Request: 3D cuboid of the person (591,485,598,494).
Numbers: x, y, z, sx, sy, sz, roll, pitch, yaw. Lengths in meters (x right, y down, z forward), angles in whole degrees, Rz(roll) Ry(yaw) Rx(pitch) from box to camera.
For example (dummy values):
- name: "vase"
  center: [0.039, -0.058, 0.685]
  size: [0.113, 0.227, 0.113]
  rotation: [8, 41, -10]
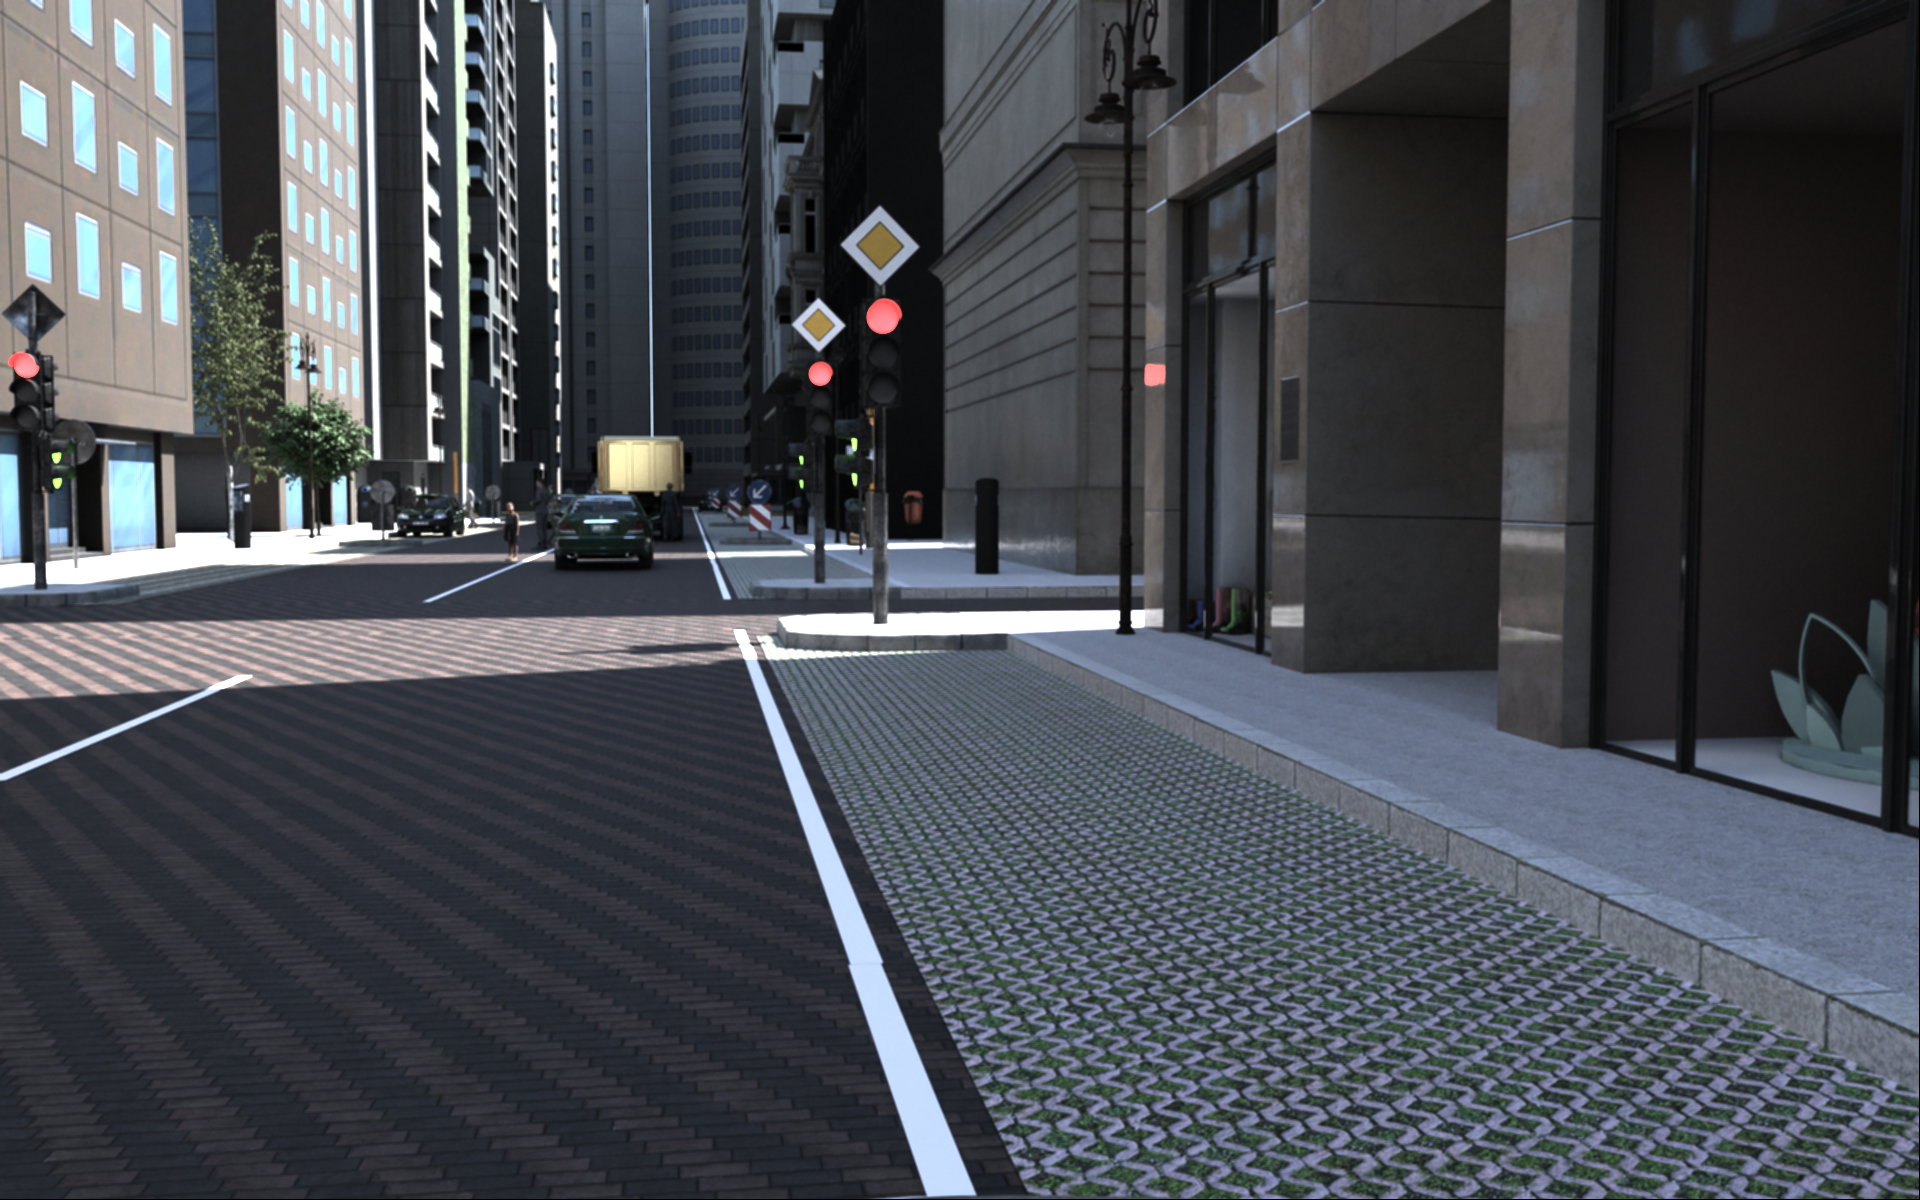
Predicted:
- name: "person"
  center: [-14.396, -3.610, 67.918]
  size: [0.834, 1.777, 0.661]
  rotation: [-2, 4, -32]

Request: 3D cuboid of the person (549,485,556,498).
- name: "person"
  center: [-19.283, -4.497, 81.807]
  size: [0.755, 1.850, 0.659]
  rotation: [-1, 4, -21]

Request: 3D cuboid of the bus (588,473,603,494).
- name: "bus"
  center: [-26.266, -8.541, 131.195]
  size: [2.896, 3.916, 12.252]
  rotation: [0, 4, -8]

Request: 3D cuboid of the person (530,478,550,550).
- name: "person"
  center: [-10.904, -2.234, 44.826]
  size: [0.447, 1.846, 0.655]
  rotation: [1, 4, 11]

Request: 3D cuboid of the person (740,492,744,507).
- name: "person"
  center: [-22.195, -10.364, 178.675]
  size: [1.217, 1.735, 0.721]
  rotation: [1, 4, 20]

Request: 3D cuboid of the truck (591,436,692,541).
- name: "truck"
  center: [-10.434, -3.722, 56.781]
  size: [3.469, 3.379, 9.791]
  rotation: [-1, 4, -10]

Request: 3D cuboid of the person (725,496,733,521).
- name: "person"
  center: [-12.328, -5.133, 92.990]
  size: [0.524, 1.755, 0.480]
  rotation: [-1, 4, -20]

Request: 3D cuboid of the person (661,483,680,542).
- name: "person"
  center: [-8.633, -2.612, 51.630]
  size: [0.576, 1.772, 0.534]
  rotation: [0, 4, -7]

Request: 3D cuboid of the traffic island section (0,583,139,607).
- name: "traffic island section"
  center: [-12.416, -0.066, 23.363]
  size: [2.009, 0.180, 2.903]
  rotation: [-1, 4, -9]

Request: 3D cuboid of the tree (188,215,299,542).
- name: "tree"
  center: [-19.315, -5.815, 45.440]
  size: [4.737, 8.622, 4.395]
  rotation: [0, 3, 0]

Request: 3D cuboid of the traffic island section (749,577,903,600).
- name: "traffic island section"
  center: [-2.001, -0.166, 24.990]
  size: [2.009, 0.180, 2.903]
  rotation: [-1, 4, -9]

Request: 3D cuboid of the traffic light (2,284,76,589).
- name: "traffic light"
  center: [-12.375, -2.099, 23.235]
  size: [0.839, 4.253, 0.868]
  rotation: [-1, 4, -9]

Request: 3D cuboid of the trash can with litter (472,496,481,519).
- name: "trash can with litter"
  center: [-24.523, -4.673, 87.797]
  size: [0.624, 1.170, 1.055]
  rotation: [-1, 4, -23]

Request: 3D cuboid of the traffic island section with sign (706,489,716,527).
- name: "traffic island section with sign"
  center: [-10.092, -4.148, 76.455]
  size: [1.989, 1.847, 2.006]
  rotation: [-1, 4, -9]

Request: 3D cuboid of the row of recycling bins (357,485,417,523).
- name: "row of recycling bins"
  center: [-26.018, -4.281, 77.108]
  size: [3.534, 1.692, 1.069]
  rotation: [-1, 4, -13]

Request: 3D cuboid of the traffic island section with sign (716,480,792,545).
- name: "traffic island section with sign"
  center: [-5.847, -2.492, 49.365]
  size: [1.989, 1.847, 2.006]
  rotation: [-1, 4, -9]

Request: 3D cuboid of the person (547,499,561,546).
- name: "person"
  center: [-11.118, -2.130, 47.601]
  size: [0.640, 1.303, 0.475]
  rotation: [1, 4, 20]

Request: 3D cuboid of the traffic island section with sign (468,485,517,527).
- name: "traffic island section with sign"
  center: [-20.237, -4.070, 75.174]
  size: [1.989, 1.847, 2.006]
  rotation: [-1, 4, -9]

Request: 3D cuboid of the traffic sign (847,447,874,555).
- name: "traffic sign"
  center: [-2.097, -2.107, 36.572]
  size: [0.606, 2.300, 0.079]
  rotation: [0, 4, -4]

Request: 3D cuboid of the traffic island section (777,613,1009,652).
- name: "traffic island section"
  center: [-0.761, 0.317, 17.101]
  size: [2.009, 0.180, 2.903]
  rotation: [-1, 4, -9]

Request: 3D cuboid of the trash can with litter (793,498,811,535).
- name: "trash can with litter"
  center: [-4.998, -2.677, 55.164]
  size: [0.624, 1.170, 1.055]
  rotation: [-1, 4, -11]

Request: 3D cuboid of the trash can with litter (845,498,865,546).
- name: "trash can with litter"
  center: [-2.539, -1.942, 43.144]
  size: [0.624, 1.170, 1.055]
  rotation: [-1, 4, -9]

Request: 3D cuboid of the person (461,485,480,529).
- name: "person"
  center: [-20.136, -3.822, 71.104]
  size: [0.853, 1.813, 0.709]
  rotation: [0, 4, -8]

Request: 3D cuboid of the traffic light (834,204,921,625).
- name: "traffic light"
  center: [-0.802, -1.716, 16.981]
  size: [0.839, 4.253, 0.868]
  rotation: [-1, 4, -9]

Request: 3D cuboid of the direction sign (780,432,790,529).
- name: "direction sign"
  center: [-6.417, -4.373, 63.504]
  size: [0.379, 3.537, 0.876]
  rotation: [-1, 4, -20]

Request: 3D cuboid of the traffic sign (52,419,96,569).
- name: "traffic sign"
  center: [-15.103, -1.799, 29.517]
  size: [0.768, 2.556, 0.104]
  rotation: [0, 4, 0]

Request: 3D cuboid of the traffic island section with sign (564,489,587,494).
- name: "traffic island section with sign"
  center: [-27.924, -7.053, 123.940]
  size: [1.989, 1.847, 2.006]
  rotation: [-1, 4, -9]

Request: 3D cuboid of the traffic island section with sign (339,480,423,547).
- name: "traffic island section with sign"
  center: [-15.922, -2.391, 47.719]
  size: [1.989, 1.847, 2.006]
  rotation: [-1, 4, -9]

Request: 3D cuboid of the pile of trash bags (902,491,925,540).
- name: "pile of trash bags"
  center: [0.022, -2.316, 47.623]
  size: [3.447, 1.369, 1.912]
  rotation: [1, 4, 20]

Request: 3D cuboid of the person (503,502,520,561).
- name: "person"
  center: [-9.579, -1.456, 36.978]
  size: [0.362, 1.253, 0.373]
  rotation: [2, 4, 24]

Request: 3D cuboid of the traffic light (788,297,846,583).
- name: "traffic light"
  center: [-2.043, -2.199, 24.870]
  size: [0.839, 4.253, 0.868]
  rotation: [-1, 4, -9]

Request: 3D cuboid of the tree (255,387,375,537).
- name: "tree"
  center: [-19.705, -4.236, 52.968]
  size: [4.285, 4.588, 4.351]
  rotation: [0, 3, 0]
